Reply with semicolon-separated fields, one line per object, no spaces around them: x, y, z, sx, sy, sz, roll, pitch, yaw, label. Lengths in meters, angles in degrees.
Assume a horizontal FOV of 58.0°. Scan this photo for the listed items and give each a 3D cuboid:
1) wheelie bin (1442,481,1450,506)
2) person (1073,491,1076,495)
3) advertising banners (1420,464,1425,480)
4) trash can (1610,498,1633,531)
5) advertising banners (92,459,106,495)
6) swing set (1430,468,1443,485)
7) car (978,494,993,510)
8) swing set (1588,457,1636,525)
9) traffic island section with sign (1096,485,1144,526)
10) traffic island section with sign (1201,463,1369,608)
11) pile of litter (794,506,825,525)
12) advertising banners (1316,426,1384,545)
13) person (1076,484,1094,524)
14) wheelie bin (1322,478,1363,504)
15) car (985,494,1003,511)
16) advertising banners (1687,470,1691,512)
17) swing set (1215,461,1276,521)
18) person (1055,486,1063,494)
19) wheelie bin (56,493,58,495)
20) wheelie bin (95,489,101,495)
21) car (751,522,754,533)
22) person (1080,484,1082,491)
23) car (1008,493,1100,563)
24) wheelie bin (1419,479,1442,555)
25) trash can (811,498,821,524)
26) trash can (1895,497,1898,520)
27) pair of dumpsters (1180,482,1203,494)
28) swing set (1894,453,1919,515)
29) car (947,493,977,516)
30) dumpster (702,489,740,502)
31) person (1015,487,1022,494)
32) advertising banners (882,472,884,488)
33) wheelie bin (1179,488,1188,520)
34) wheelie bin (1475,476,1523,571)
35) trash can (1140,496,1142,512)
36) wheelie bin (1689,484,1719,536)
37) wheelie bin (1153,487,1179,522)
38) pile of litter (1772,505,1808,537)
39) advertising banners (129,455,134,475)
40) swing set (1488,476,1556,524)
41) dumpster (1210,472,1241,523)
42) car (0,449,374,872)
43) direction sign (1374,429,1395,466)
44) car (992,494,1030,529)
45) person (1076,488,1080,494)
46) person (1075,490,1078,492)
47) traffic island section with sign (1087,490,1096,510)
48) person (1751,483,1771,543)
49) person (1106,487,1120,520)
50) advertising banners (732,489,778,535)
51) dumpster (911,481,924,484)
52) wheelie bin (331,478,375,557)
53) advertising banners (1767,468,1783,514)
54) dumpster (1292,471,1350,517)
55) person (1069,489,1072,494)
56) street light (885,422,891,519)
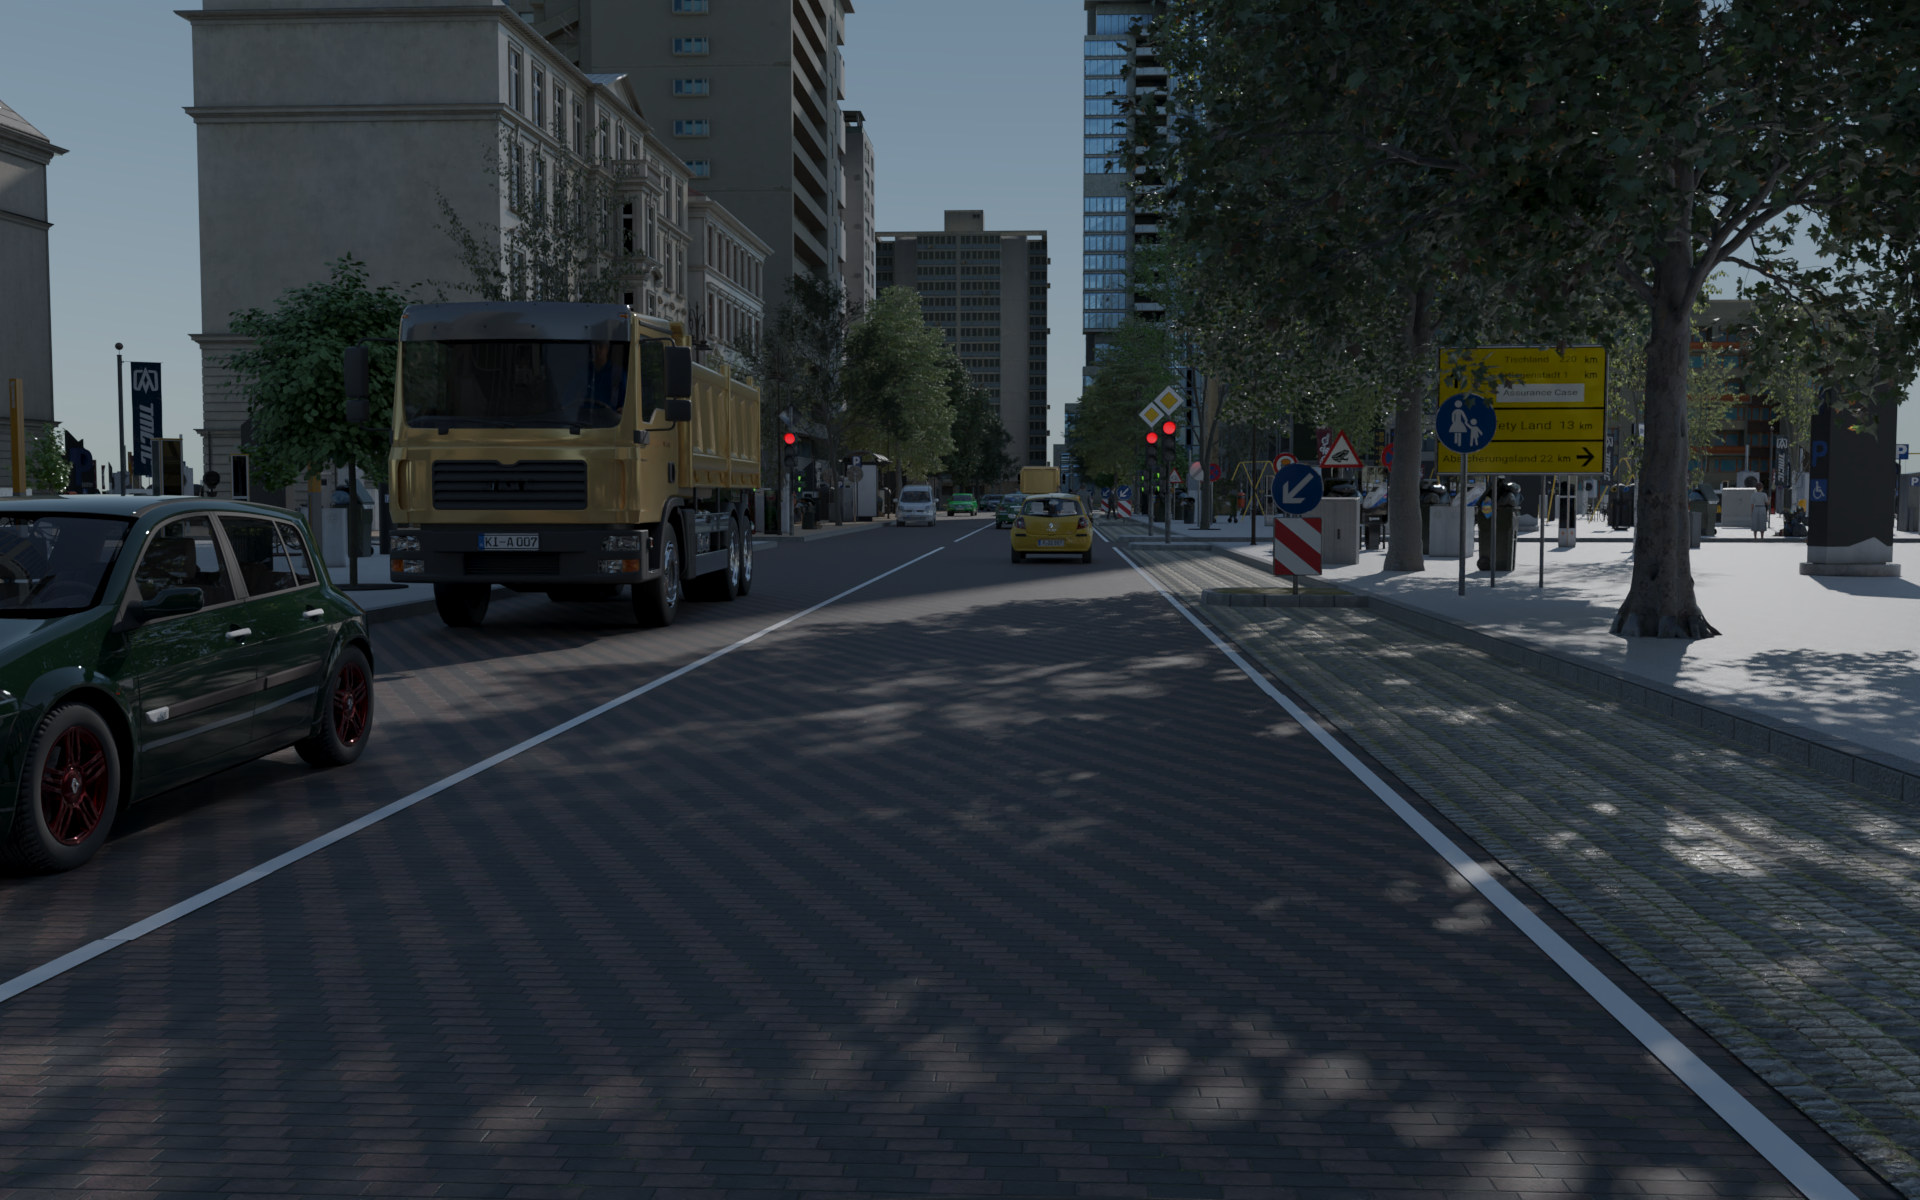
12.173;-2.153;43.114;0.693;1.594;0.980;0;4;-4;wheelie bin
12.324;-10.949;187.971;0.568;1.767;0.683;-1;4;-13;person
27.729;-6.450;101.649;2.074;3.025;0.090;3;5;40;advertising banners
23.349;-3.028;61.155;0.748;1.137;0.748;0;3;0;trash can
-43.415;-5.626;88.178;0.090;3.025;2.074;3;4;37;advertising banners
29.680;-6.547;104.665;3.119;2.851;2.862;-2;4;-24;swing set
2.706;-8.698;154.009;2.131;1.459;4.920;0;4;4;car
28.478;-4.627;73.274;2.862;2.851;3.119;0;4;5;swing set
7.212;-4.211;77.484;1.989;1.847;2.006;0;4;3;traffic island section with sign
4.205;-0.861;22.705;1.989;1.847;2.006;0;4;3;traffic island section with sign
-6.461;-3.633;73.366;1.719;0.858;1.176;-2;4;-28;pile of litter
9.995;-2.956;44.521;0.090;3.025;2.074;-3;5;-44;advertising banners
4.536;-3.328;63.011;0.694;1.812;0.767;1;4;11;person
7.544;-1.618;34.355;0.980;1.594;0.693;-1;4;-13;wheelie bin
3.124;-8.156;145.349;2.014;1.417;4.499;0;4;2;car
51.741;-7.735;122.647;0.090;3.025;2.074;1;4;8;advertising banners
14.088;-5.235;83.207;2.862;2.851;3.119;-1;4;-18;swing set
4.794;-4.626;84.164;0.581;1.822;0.654;0;4;6;person
-47.755;-5.132;91.822;0.693;1.594;0.980;2;4;27;wheelie bin
-50.378;-5.682;100.811;0.980;1.594;0.693;1;4;10;wheelie bin
-8.307;-2.514;49.902;4.718;1.807;1.959;0;4;3;car
4.806;-3.751;69.682;0.795;1.843;0.661;1;4;16;person
2.009;-1.655;37.286;2.015;1.641;3.980;0;4;4;car
10.000;-1.862;38.358;0.693;1.594;0.980;-2;4;-25;wheelie bin
-6.029;-3.634;71.063;0.748;1.137;0.748;0;3;0;trash can
47.888;-4.753;89.369;0.748;1.137;0.748;0;3;0;trash can
13.379;-5.897;98.915;1.574;2.255;4.437;0;4;3;pair of dumpsters
35.321;-4.189;66.116;3.119;2.851;2.862;1;4;23;swing set
0.149;-6.389;113.262;1.959;1.807;4.718;0;4;4;car
-8.176;-3.375;57.671;1.502;2.255;1.985;0;4;3;dumpster
3.340;-5.559;99.259;0.638;1.841;0.748;-2;4;-23;person
-5.056;-7.330;116.030;0.090;3.025;2.074;-1;4;-9;advertising banners
10.789;-4.717;85.025;0.980;1.594;0.693;3;4;36;wheelie bin
9.052;-1.294;29.072;0.693;1.594;0.980;2;4;27;wheelie bin
12.757;-6.817;123.109;0.748;1.137;0.748;0;3;0;trash can
22.884;-2.780;53.367;0.980;1.594;0.693;-2;4;-35;wheelie bin
9.226;-4.332;78.739;0.980;1.594;0.693;-2;4;-23;wheelie bin
25.089;-2.330;52.064;1.176;0.858;1.719;-1;4;-13;pile of litter
-36.763;-5.045;78.674;0.090;3.025;2.074;2;4;29;advertising banners
23.670;-4.562;72.202;3.119;2.851;2.862;0;4;0;swing set
11.586;-4.530;76.563;1.502;2.255;1.985;0;4;3;dumpster
-4.140;0.119;7.848;2.009;1.686;4.222;0;4;3;car
14.782;-4.157;59.971;0.876;3.537;0.379;2;4;24;direction sign
2.399;-3.707;72.400;2.131;1.459;4.920;0;4;1;car
7.751;-6.348;111.659;0.648;1.900;0.474;-3;5;-40;person
10.093;-8.655;150.014;0.705;1.822;1.348;1;4;14;person
8.725;-5.895;105.003;1.989;1.847;2.006;0;4;3;traffic island section with sign
22.573;-2.432;48.827;0.480;1.755;0.524;2;4;35;person
8.523;-5.395;96.492;0.755;1.850;0.659;1;4;14;person
-6.705;-3.590;54.885;2.074;3.025;0.090;0;4;5;advertising banners
-3.035;-7.183;119.939;1.502;2.255;1.985;0;4;3;dumpster
-12.356;-1.671;35.224;0.693;1.594;0.980;0;4;4;wheelie bin
54.989;-7.473;118.377;2.074;3.025;0.090;0;4;-1;advertising banners
8.434;-2.120;40.418;1.264;1.857;1.865;0;4;3;dumpster
9.287;-8.437;146.076;0.705;1.869;1.348;2;4;32;person
-3.674;-7.089;88.699;0.468;5.910;1.993;0;4;3;street light
